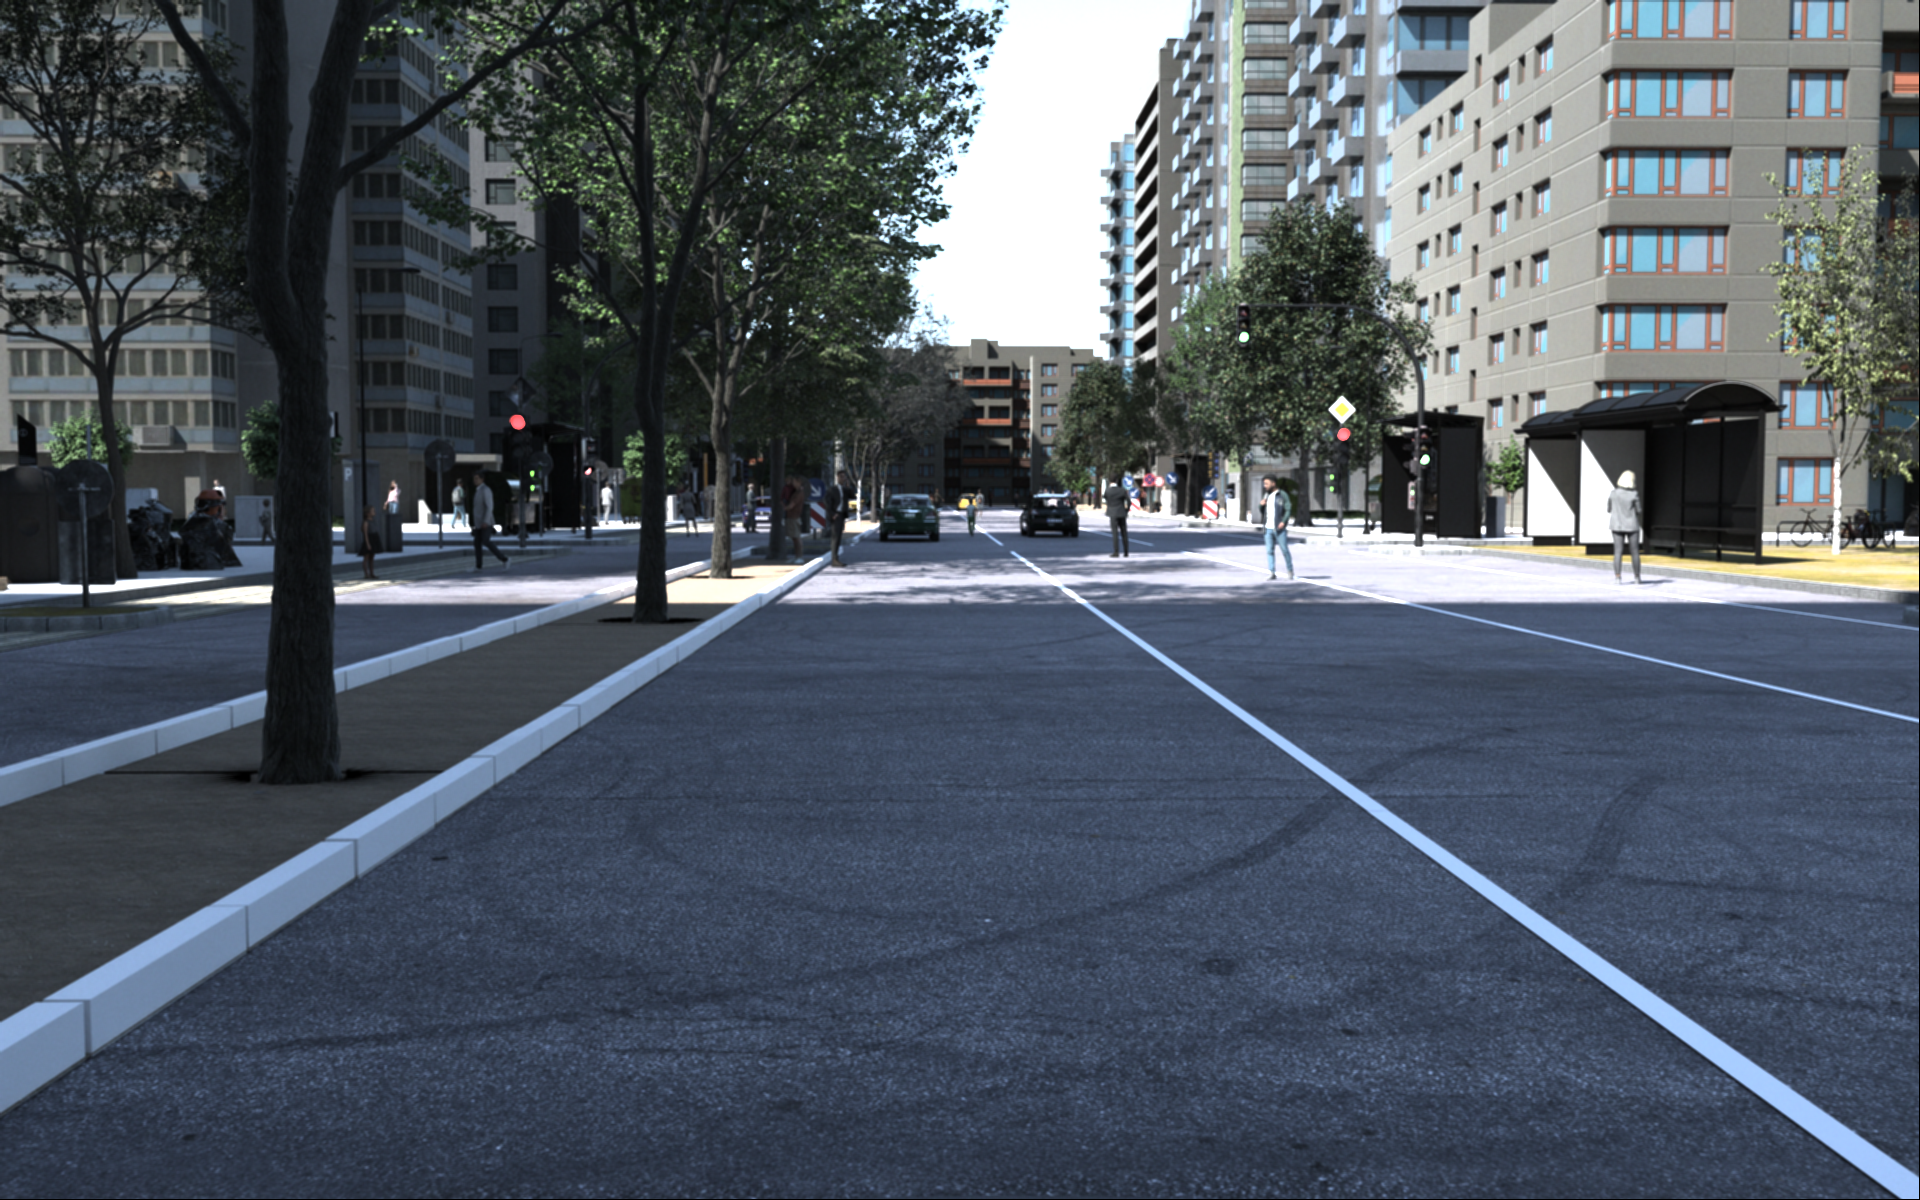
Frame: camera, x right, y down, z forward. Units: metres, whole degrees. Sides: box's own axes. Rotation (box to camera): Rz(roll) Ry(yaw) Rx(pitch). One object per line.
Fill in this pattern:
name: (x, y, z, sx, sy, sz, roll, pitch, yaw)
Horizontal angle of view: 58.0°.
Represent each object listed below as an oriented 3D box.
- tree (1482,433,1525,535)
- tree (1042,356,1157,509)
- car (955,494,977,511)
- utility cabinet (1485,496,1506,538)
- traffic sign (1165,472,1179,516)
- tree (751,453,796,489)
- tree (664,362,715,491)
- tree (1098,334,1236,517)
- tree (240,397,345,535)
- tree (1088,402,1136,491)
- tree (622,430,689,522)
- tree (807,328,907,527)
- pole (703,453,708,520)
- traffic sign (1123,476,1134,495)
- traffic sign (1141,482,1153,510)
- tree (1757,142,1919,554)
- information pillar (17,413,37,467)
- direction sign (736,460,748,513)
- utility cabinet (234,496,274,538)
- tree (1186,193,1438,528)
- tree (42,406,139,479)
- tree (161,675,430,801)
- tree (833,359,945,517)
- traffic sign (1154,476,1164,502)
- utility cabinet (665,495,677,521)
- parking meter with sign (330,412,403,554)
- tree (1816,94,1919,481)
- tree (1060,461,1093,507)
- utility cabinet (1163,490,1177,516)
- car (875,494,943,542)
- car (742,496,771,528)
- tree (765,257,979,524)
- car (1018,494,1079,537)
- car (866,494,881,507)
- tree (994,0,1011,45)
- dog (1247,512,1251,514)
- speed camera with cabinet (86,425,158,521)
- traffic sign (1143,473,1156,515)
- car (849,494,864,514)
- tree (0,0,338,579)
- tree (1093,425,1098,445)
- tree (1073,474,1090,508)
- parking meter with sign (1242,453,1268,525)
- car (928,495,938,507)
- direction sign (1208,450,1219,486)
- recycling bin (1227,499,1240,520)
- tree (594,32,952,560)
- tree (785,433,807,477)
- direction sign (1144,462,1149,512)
tree: (17.453, -3.703, 55.144, 1.663, 3.219, 1.824, 0, 3, 0)
tree: (11.622, -13.901, 144.282, 9.611, 12.733, 9.660, 0, 3, 0)
car: (0.626, -8.408, 147.695, 2.015, 1.641, 3.980, 0, 4, -2)
utility cabinet: (15.752, -2.432, 50.922, 0.306, 1.237, 1.020, 0, 4, 0)
traffic sign: (12.145, -6.066, 99.282, 0.768, 2.556, 0.104, 0, 4, 3)
tree: (-14.260, -9.091, 132.350, 4.285, 4.588, 4.351, 0, 3, 0)
tree: (-14.801, -8.674, 92.190, 4.737, 8.622, 4.395, 0, 3, 0)
tree: (12.458, -9.824, 95.027, 8.767, 10.594, 7.601, 1, 4, 9)
tree: (-21.127, -4.342, 54.706, 4.285, 4.588, 4.351, 0, 3, 0)
tree: (11.847, -11.380, 136.431, 4.360, 8.622, 3.978, 0, 3, 0)
tree: (-14.152, -5.905, 80.266, 4.285, 4.588, 4.351, 0, 3, 0)
tree: (-4.420, -7.503, 75.495, 4.360, 8.622, 3.978, 0, 3, 0)
pole: (-12.625, -5.632, 85.919, 0.158, 3.312, 0.155, 0, 3, 0)
traffic sign: (11.595, -7.296, 119.391, 0.768, 2.556, 0.104, 0, 4, 3)
traffic sign: (13.091, -7.408, 121.129, 0.884, 2.594, 0.081, 0, 4, 2)
tree: (18.722, -5.265, 36.440, 4.737, 8.622, 4.395, 0, 3, 0)
information pillar: (-27.072, -3.605, 50.291, 0.504, 3.616, 0.183, -2, 4, -30)
direction sign: (-14.678, -7.624, 116.649, 0.876, 3.537, 0.379, -2, 4, -34)
utility cabinet: (-20.512, -2.395, 50.323, 1.020, 1.237, 0.306, -1, 4, -15)
tree: (13.207, -9.117, 66.066, 9.611, 12.733, 9.660, 0, 3, 0)
tree: (-32.466, -4.954, 64.719, 4.285, 4.588, 4.351, 0, 3, 0)
tree: (-3.182, -4.891, 8.179, 9.928, 11.665, 9.643, 0, 3, 0)
tree: (-5.126, -10.504, 108.614, 8.767, 10.594, 7.601, 0, 4, -1)
traffic sign: (14.139, -7.525, 123.146, 0.768, 2.556, 0.104, 0, 4, 3)
utility cabinet: (-14.087, -4.441, 83.778, 0.306, 1.237, 1.020, -3, 5, -43)
parking meter with sign: (-12.942, -2.525, 37.540, 0.543, 3.016, 1.738, 2, 4, 35)
tree: (17.670, -4.913, 30.697, 4.360, 8.622, 3.978, 0, 3, 0)
tree: (11.315, -11.331, 168.968, 4.285, 4.588, 4.351, 0, 3, 0)
utility cabinet: (12.125, -5.595, 100.158, 0.318, 1.500, 1.173, -1, 4, -23)
car: (-1.581, -2.563, 53.707, 2.131, 1.459, 4.920, 0, 4, -2)
car: (-8.239, -3.742, 73.763, 1.945, 1.354, 3.894, 0, 3, 0)
tree: (-4.149, -10.446, 83.621, 12.009, 13.543, 11.850, 0, 3, 0)
car: (3.026, -3.012, 59.026, 2.009, 1.686, 4.222, 0, 4, -3)
car: (-9.731, -11.517, 197.102, 1.959, 1.807, 4.718, 0, 3, 0)
tree: (-5.323, -11.959, 53.868, 12.611, 20.169, 13.585, 0, 3, 0)
dog: (18.220, -5.563, 108.684, 0.748, 0.427, 0.550, 1, 4, 9)
speed camera with cabinet: (-24.159, -3.384, 49.666, 2.038, 3.252, 0.660, 0, 4, -4)
traffic sign: (11.677, -6.522, 106.748, 0.768, 2.556, 0.104, 0, 4, 4)
car: (-7.545, -6.620, 118.464, 2.015, 1.641, 3.980, 0, 4, -2)
tree: (-13.009, -5.603, 26.027, 7.601, 10.594, 8.767, 0, 4, -1)
tree: (12.160, -10.899, 112.611, 7.601, 10.594, 8.767, 0, 4, -6)
tree: (11.670, -10.333, 163.547, 1.663, 3.219, 1.824, 0, 3, 0)
parking meter with sign: (12.549, -4.661, 72.475, 0.543, 3.016, 1.738, -2, 4, -32)
car: (-2.012, -4.123, 79.410, 2.014, 1.417, 4.499, 0, 4, -1)
direction sign: (13.017, -5.937, 89.067, 0.379, 3.537, 0.876, -2, 4, -30)
recycling bin: (13.934, -4.570, 87.265, 0.722, 1.027, 0.722, 3, 5, 39)
tree: (-4.066, -7.156, 37.577, 7.486, 12.596, 7.792, 0, 3, 0)
tree: (-15.823, -13.537, 171.692, 4.360, 8.622, 3.978, 0, 3, 0)
direction sign: (13.425, -8.104, 124.498, 0.379, 3.537, 0.876, 2, 4, 28)
